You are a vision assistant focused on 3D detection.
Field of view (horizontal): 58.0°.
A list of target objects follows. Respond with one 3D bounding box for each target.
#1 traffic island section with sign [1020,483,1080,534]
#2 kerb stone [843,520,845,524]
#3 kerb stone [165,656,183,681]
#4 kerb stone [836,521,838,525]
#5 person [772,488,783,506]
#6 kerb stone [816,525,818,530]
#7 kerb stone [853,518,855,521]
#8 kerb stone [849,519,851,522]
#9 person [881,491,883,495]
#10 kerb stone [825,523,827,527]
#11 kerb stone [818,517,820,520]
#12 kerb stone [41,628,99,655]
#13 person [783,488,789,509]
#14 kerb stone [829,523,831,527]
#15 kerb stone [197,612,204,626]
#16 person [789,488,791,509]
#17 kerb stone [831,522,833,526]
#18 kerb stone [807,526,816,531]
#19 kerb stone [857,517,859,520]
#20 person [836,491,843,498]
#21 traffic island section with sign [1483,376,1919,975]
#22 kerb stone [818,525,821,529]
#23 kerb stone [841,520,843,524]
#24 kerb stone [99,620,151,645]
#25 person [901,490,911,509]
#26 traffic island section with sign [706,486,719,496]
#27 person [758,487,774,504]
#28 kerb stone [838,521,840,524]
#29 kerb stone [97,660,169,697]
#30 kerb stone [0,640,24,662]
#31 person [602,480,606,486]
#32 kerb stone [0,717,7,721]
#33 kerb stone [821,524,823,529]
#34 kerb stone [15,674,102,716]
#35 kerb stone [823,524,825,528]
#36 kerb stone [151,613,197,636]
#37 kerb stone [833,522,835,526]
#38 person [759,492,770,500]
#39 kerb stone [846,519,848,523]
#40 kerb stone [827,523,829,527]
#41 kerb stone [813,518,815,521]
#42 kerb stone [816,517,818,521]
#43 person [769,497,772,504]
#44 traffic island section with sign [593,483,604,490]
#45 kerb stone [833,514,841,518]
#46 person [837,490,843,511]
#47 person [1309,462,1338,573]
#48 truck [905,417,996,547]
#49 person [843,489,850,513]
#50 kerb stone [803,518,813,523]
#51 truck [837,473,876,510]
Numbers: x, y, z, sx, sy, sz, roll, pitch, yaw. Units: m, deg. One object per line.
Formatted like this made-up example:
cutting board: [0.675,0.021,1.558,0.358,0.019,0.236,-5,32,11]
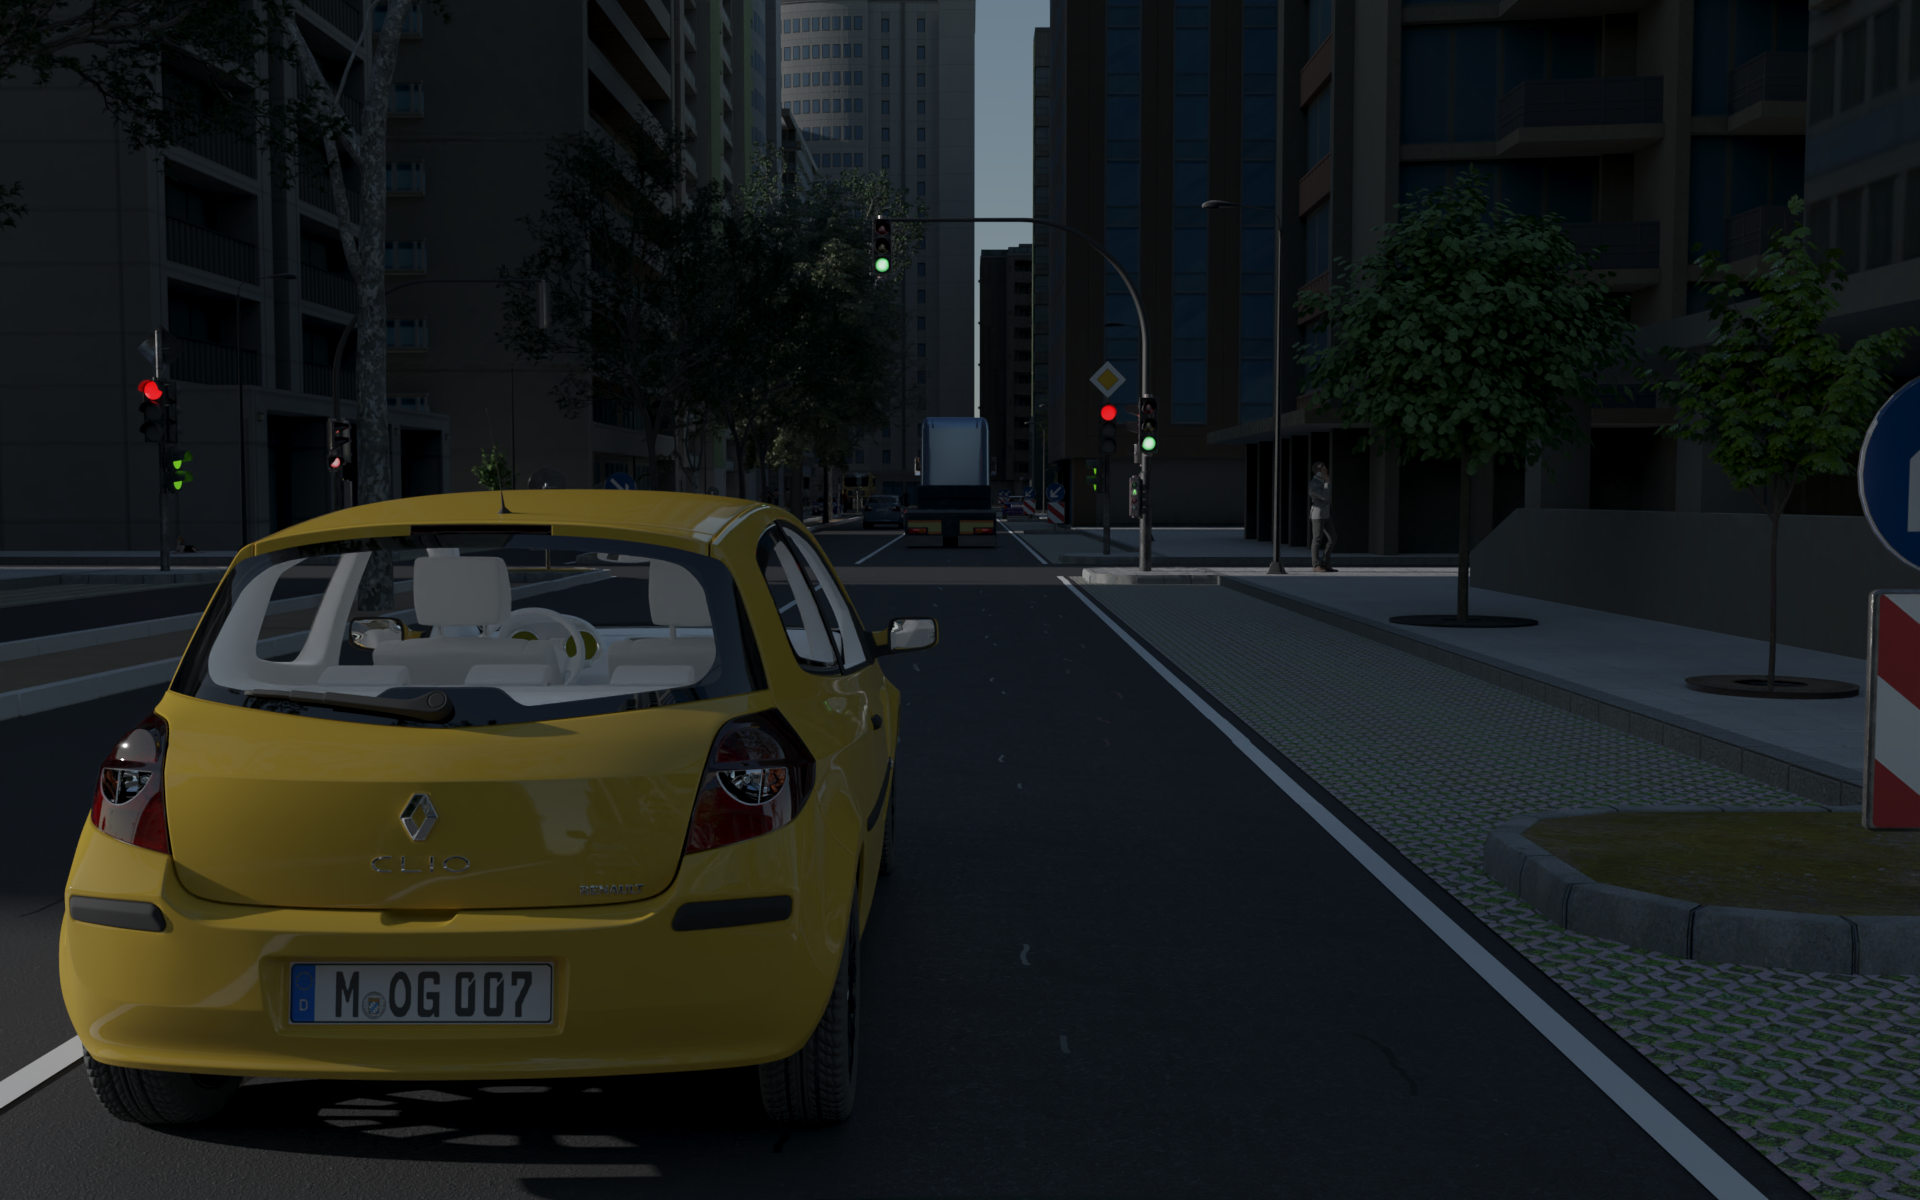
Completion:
traffic island section with sign: [3.278,-3.264,61.995,1.989,1.847,2.006,0,4,0]
kerb stone: [-5.738,-3.715,82.941,0.120,0.150,1.000,0,4,0]
kerb stone: [-6.103,0.520,13.713,0.120,0.150,1.000,0,4,0]
kerb stone: [-5.758,-3.465,78.841,0.120,0.150,1.000,0,4,0]
person: [-14.944,-8.244,141.547,1.217,1.736,0.721,3,5,40]
kerb stone: [-5.817,-2.838,68.589,0.120,0.150,1.000,0,4,0]
kerb stone: [-5.691,-4.154,90.118,0.120,0.150,1.000,0,4,0]
kerb stone: [-5.712,-3.962,87.040,0.120,0.150,1.000,0,4,0]
person: [-8.318,-10.755,185.255,0.530,1.710,0.541,1,4,23]
kerb stone: [-5.788,-3.088,72.688,0.120,0.150,1.000,0,4,0]
kerb stone: [-7.777,-4.335,93.180,0.120,0.150,1.000,0,4,0]
kerb stone: [-8.192,0.391,15.806,0.120,0.150,1.000,0,4,0]
person: [-14.449,-8.477,144.640,0.705,1.824,1.348,1,4,11]
kerb stone: [-5.772,-3.214,74.739,0.120,0.150,1.000,0,4,0]
kerb stone: [-8.175,0.203,18.887,0.120,0.150,1.000,0,4,0]
person: [-14.829,-8.941,152.205,0.705,1.826,1.348,2,4,30]
kerb stone: [-5.779,-3.276,75.761,0.120,0.150,1.000,0,4,0]
kerb stone: [-5.822,-2.775,67.567,0.120,0.150,1.000,0,4,0]
kerb stone: [-5.689,-4.341,93.213,0.120,0.150,1.000,0,4,0]
person: [-12.690,-10.467,180.149,1.217,1.766,0.721,0,4,7]
traffic island section with sign: [2.970,0.157,6.065,1.989,1.847,2.006,0,4,0]
kerb stone: [-5.804,-2.901,69.622,0.120,0.150,1.000,0,4,0]
kerb stone: [-5.738,-3.650,81.915,0.120,0.150,1.000,0,4,0]
kerb stone: [-8.185,0.329,16.828,0.120,0.150,1.000,0,4,0]
person: [-5.070,-9.354,161.462,1.348,1.821,0.705,3,5,40]
traffic island section with sign: [-12.617,-4.878,88.386,1.989,1.847,2.006,0,4,0]
person: [-14.854,-7.794,133.111,1.348,1.869,0.705,1,4,23]
kerb stone: [-5.749,-3.527,79.863,0.120,0.150,1.000,0,4,0]
kerb stone: [-6.107,0.581,12.691,0.120,0.150,1.000,0,4,0]
kerb stone: [-8.197,0.453,14.784,0.120,0.150,1.000,0,4,0]
person: [-8.651,-2.054,42.303,0.641,1.798,0.478,1,4,18]
kerb stone: [-6.118,0.707,10.638,0.120,0.150,1.000,0,4,0]
kerb stone: [-5.794,-2.963,70.644,0.120,0.150,1.000,0,4,0]
kerb stone: [-6.107,0.644,11.664,0.120,0.150,1.000,0,4,0]
kerb stone: [-5.794,-3.024,71.666,0.120,0.150,1.000,0,4,0]
kerb stone: [-8.180,0.267,17.853,0.120,0.150,1.000,0,4,0]
kerb stone: [-5.772,-3.339,76.783,0.120,0.150,1.000,0,4,0]
person: [-14.485,-7.455,128.457,0.617,1.759,0.750,1,4,15]
kerb stone: [-5.718,-3.841,84.989,0.120,0.150,1.000,0,4,0]
kerb stone: [-5.786,-3.146,73.711,0.120,0.150,1.000,0,4,0]
kerb stone: [-7.800,-4.153,90.094,0.120,0.150,1.000,0,4,0]
kerb stone: [-7.792,-4.277,92.149,0.120,0.150,1.000,0,4,0]
person: [-15.063,-7.672,134.661,0.799,1.438,0.628,-1,4,-13]
traffic island section with sign: [-12.750,-3.230,61.431,1.989,1.847,2.006,0,4,0]
kerb stone: [-7.700,-5.282,108.601,0.120,0.150,1.000,0,4,0]
person: [-9.865,-8.191,142.554,0.705,1.807,1.348,2,4,28]
person: [5.960,-1.356,28.398,0.592,1.802,0.473,-3,5,-44]
truck: [-0.204,-3.988,54.960,2.967,4.110,18.799,0,4,0]
person: [-8.726,-7.570,132.206,0.705,1.831,1.348,-2,4,-24]
kerb stone: [-7.818,-4.090,89.071,0.120,0.150,1.000,0,4,0]
truck: [-9.360,-10.057,160.361,3.469,3.379,9.791,0,3,0]
